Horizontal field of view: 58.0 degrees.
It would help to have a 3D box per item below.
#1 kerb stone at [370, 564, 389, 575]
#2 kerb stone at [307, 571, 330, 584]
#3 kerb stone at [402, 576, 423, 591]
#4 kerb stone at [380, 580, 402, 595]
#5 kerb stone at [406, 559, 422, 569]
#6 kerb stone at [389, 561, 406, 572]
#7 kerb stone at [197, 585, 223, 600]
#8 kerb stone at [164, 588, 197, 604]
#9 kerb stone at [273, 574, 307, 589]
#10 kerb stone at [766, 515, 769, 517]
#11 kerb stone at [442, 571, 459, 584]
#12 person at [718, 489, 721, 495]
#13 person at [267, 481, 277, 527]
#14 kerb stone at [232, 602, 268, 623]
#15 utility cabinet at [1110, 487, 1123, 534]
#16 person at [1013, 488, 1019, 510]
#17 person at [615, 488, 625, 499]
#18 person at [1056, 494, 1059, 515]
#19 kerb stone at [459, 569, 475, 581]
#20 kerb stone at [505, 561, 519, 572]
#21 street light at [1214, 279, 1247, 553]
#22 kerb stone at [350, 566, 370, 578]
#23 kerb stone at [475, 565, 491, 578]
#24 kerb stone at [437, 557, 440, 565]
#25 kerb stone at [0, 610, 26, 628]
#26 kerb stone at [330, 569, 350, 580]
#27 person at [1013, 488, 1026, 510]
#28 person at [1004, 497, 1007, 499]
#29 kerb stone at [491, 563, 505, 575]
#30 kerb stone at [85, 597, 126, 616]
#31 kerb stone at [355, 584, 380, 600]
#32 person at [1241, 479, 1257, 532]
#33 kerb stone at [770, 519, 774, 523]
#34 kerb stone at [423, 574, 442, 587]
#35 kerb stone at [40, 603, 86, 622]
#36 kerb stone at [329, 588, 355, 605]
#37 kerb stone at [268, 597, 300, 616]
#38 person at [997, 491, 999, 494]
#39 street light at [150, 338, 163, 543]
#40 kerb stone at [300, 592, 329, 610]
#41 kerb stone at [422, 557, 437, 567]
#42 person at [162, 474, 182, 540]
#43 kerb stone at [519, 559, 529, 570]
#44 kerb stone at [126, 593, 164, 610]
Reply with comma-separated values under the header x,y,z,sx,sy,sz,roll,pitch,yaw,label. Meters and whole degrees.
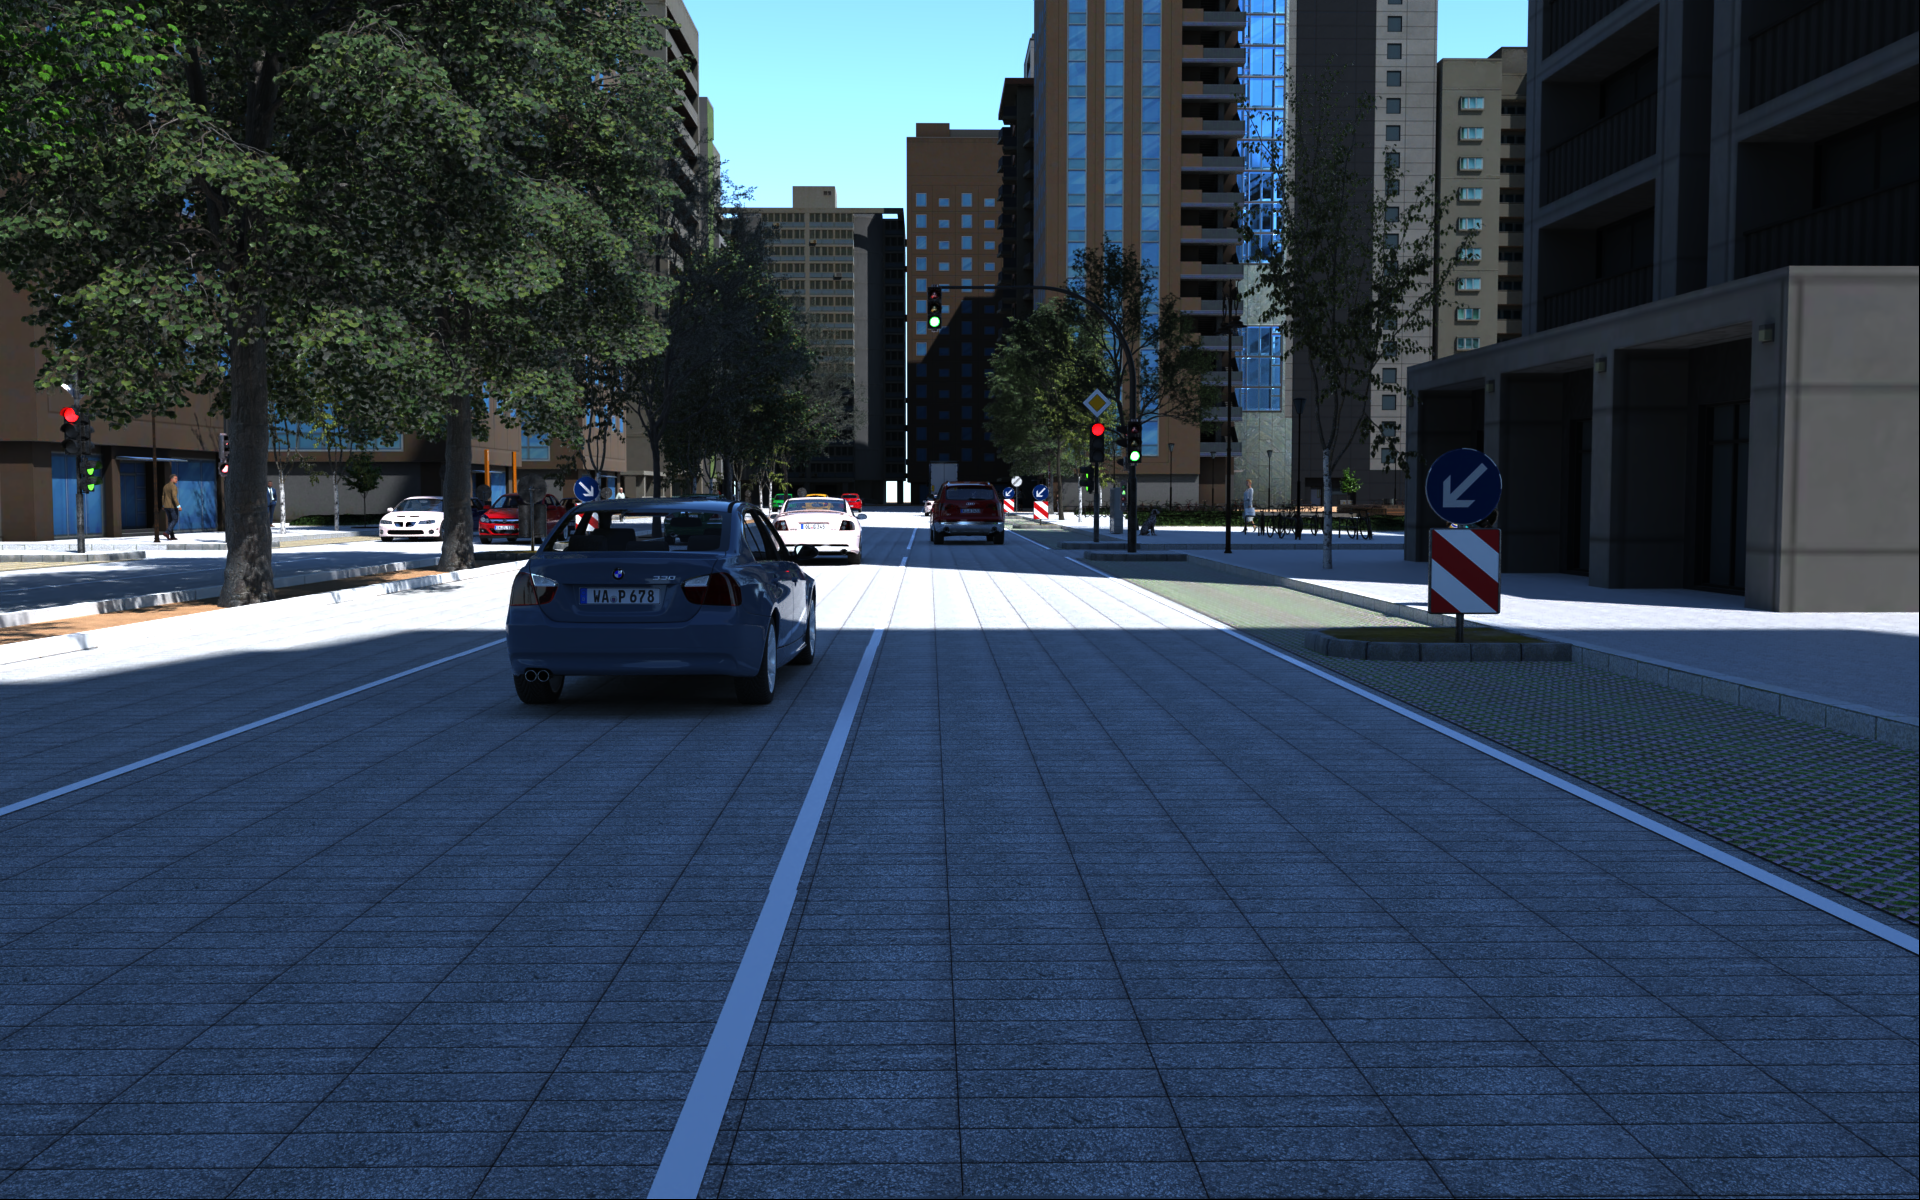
x,y,z,sx,sy,sz,roll,pitch,yaw,label
-10.477,-0.532,30.959,0.120,0.150,1.000,0,4,-1,kerb stone
-10.422,-0.347,27.876,0.120,0.150,1.000,0,4,-1,kerb stone
-8.281,-0.227,25.906,0.120,0.150,1.000,0,4,-1,kerb stone
-8.264,-0.164,24.880,0.120,0.150,1.000,0,4,-1,kerb stone
-10.511,-0.661,33.008,0.120,0.150,1.000,0,4,-1,kerb stone
-10.493,-0.599,31.986,0.120,0.150,1.000,0,4,-1,kerb stone
-10.342,-0.097,23.786,0.120,0.150,1.000,0,4,-1,kerb stone
-10.331,-0.031,22.762,0.120,0.150,1.000,0,4,-1,kerb stone
-10.406,-0.285,26.852,0.120,0.150,1.000,0,4,-1,kerb stone
-11.891,-5.270,108.367,0.120,0.150,1.000,0,4,-1,kerb stone
-8.323,-0.343,27.954,0.120,0.150,1.000,0,4,-1,kerb stone
-23.683,-10.016,169.767,0.705,1.831,1.348,1,4,18,person
-26.947,-3.750,67.534,0.419,1.800,0.721,2,4,35,person
-8.169,0.151,19.731,0.120,0.150,1.000,0,4,-1,kerb stone
5.047,-2.894,55.995,0.318,1.500,1.173,0,4,-2,utility cabinet
4.455,-7.986,137.065,0.568,1.767,0.683,-1,4,-18,person
-17.577,-4.921,89.441,0.515,1.767,0.782,2,4,33,person
6.009,-5.820,105.483,0.394,1.301,0.425,-2,4,-24,person
-8.342,-0.415,28.975,0.120,0.150,1.000,0,4,-1,kerb stone
-8.395,-0.603,32.049,0.120,0.150,1.000,0,4,-1,kerb stone
5.819,-3.953,37.420,0.468,5.910,1.993,0,4,-1,street light
-10.458,-0.473,29.929,0.120,0.150,1.000,0,4,-1,kerb stone
-8.353,-0.470,29.997,0.120,0.150,1.000,0,4,-1,kerb stone
-10.551,-0.787,35.061,0.120,0.150,1.000,0,4,-1,kerb stone
-10.255,0.217,18.652,0.120,0.150,1.000,0,4,-1,kerb stone
-10.445,-0.410,28.897,0.120,0.150,1.000,0,4,-1,kerb stone
4.678,-7.862,135.376,1.217,1.735,0.721,-3,4,-38,person
4.207,-9.098,154.808,0.705,1.822,1.348,-1,4,-11,person
-8.377,-0.540,31.018,0.120,0.150,1.000,0,4,-1,kerb stone
-10.289,0.092,20.699,0.120,0.150,1.000,0,4,-1,kerb stone
-8.243,-0.099,23.855,0.120,0.150,1.000,0,4,-1,kerb stone
9.740,-3.168,58.189,0.624,1.780,0.694,0,4,0,person
-9.420,-4.021,87.931,0.120,0.150,1.000,0,4,-1,kerb stone
-8.303,-0.289,26.927,0.120,0.150,1.000,0,4,-1,kerb stone
-10.266,0.161,19.675,0.120,0.150,1.000,0,4,-1,kerb stone
-8.231,-0.039,22.826,0.120,0.150,1.000,0,4,-1,kerb stone
-8.187,0.090,20.761,0.120,0.150,1.000,0,4,-1,kerb stone
4.398,-11.738,200.431,0.705,1.823,1.348,1,4,14,person
-21.297,-4.463,45.757,0.468,5.910,1.993,0,4,-1,street light
-8.208,0.025,21.800,0.120,0.150,1.000,0,4,-1,kerb stone
-10.531,-0.724,34.034,0.120,0.150,1.000,0,4,-1,kerb stone
-21.876,-2.576,48.067,0.656,1.842,0.836,0,4,2,person
-8.419,-0.662,33.071,0.120,0.150,1.000,0,4,-1,kerb stone
-10.306,0.028,21.736,0.120,0.150,1.000,0,4,-1,kerb stone
